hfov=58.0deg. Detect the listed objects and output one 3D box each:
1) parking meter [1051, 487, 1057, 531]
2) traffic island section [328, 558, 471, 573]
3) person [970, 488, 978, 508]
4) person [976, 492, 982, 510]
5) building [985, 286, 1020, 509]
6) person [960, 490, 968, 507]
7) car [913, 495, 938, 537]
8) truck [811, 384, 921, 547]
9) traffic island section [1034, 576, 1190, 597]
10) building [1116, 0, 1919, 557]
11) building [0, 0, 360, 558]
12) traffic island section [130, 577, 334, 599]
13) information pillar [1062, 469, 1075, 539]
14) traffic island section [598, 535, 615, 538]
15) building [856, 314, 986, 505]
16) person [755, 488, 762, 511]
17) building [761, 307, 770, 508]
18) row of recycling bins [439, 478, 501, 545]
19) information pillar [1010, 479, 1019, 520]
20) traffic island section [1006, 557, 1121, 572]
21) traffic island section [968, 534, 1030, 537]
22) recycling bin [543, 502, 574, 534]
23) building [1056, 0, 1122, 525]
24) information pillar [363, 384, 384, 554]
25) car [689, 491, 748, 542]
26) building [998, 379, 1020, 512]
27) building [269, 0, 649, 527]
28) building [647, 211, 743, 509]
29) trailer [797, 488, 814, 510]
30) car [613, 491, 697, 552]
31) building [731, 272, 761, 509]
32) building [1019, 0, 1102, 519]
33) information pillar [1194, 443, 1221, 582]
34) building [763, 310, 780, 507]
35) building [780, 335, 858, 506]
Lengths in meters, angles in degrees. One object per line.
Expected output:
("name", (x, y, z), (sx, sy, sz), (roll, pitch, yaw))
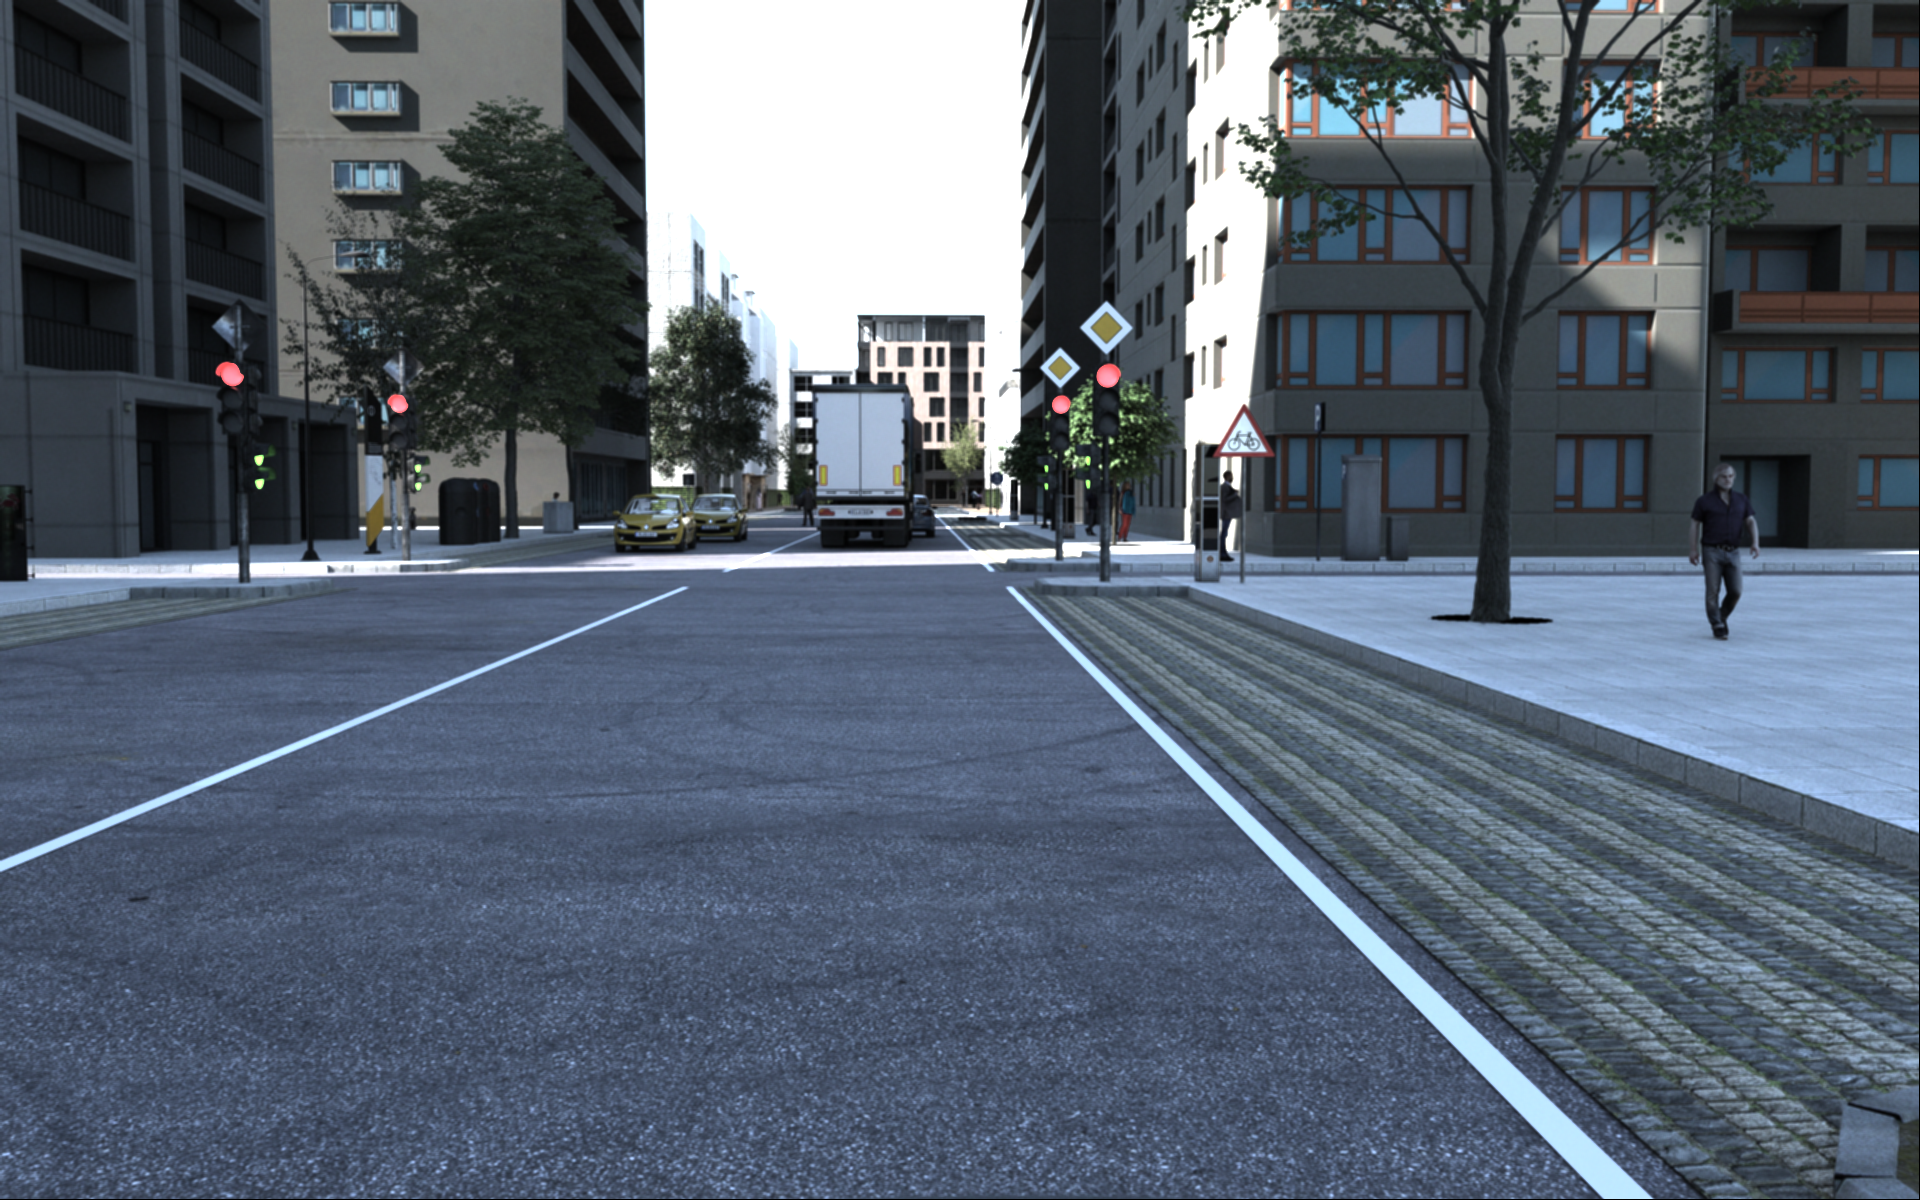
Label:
("parking meter", (3.374, -3.204, 60.791), (0.372, 1.533, 0.369), (0, 3, 0))
("traffic island section", (-10.582, -0.659, 33.052), (2.009, 0.180, 2.903), (0, 4, -2))
("person", (1.327, -9.331, 158.597), (0.705, 1.826, 1.348), (-3, 5, -44))
("person", (1.583, -8.146, 142.470), (0.421, 1.427, 0.697), (2, 4, 35))
("building", (11.313, -17.711, 156.034), (16.747, 18.905, 31.486), (0, 4, -2))
("person", (0.449, -10.174, 173.203), (0.721, 1.723, 1.217), (3, 5, 43))
("car", (-1.747, -2.842, 58.464), (2.014, 1.417, 4.499), (0, 4, -2))
("truck", (-2.599, -3.723, 49.789), (2.839, 4.237, 11.283), (0, 4, -1))
("traffic island section", (2.145, -0.190, 25.393), (2.009, 0.180, 2.903), (0, 4, -2))
("building", (20.430, -12.454, 48.657), (28.899, 21.520, 27.650), (0, 4, -2))
("building", (-27.197, -36.952, 42.423), (20.563, 71.187, 20.611), (0, 4, -2))
("traffic island section", (-10.372, -0.171, 25.069), (2.009, 0.180, 2.903), (0, 4, -2))
("information pillar", (3.117, -2.782, 49.977), (0.304, 2.012, 0.304), (-2, 4, -30))
("traffic island section", (-10.894, -2.131, 57.703), (1.991, 0.108, 1.994), (0, 4, -2))
("building", (4.261, -22.237, 207.550), (32.646, 21.610, 27.936), (0, 4, -2))
("person", (-15.643, -7.837, 134.839), (0.621, 1.740, 0.551), (0, 4, -5))
("building", (-25.569, -18.423, 157.640), (16.016, 20.091, 11.380), (0, 4, -2))
("row of recycling bins", (-12.783, -2.322, 45.085), (1.069, 1.692, 3.534), (0, 4, -1))
("information pillar", (2.648, -4.894, 84.502), (0.304, 2.012, 0.304), (-3, 4, -38))
("traffic island section", (1.935, -0.679, 33.376), (2.009, 0.180, 2.903), (0, 4, -2))
("traffic island section", (1.280, -2.151, 58.032), (1.991, 0.108, 1.994), (0, 4, -2))
("recycling bin", (-13.129, -2.694, 56.605), (0.722, 1.027, 0.722), (3, 4, 36))
("building", (15.266, -38.917, 74.547), (20.563, 71.187, 20.611), (0, 4, -2))
("information pillar", (-12.578, -2.801, 37.147), (0.183, 3.616, 0.504), (1, 4, 21))
("car", (-7.434, -2.603, 52.788), (2.015, 1.641, 3.980), (0, 4, -3))
("building", (8.027, -11.275, 126.497), (9.099, 9.664, 28.070), (0, 4, -2))
("building", (-26.268, -27.706, 76.694), (21.300, 48.544, 21.600), (0, 4, -2))
("building", (-25.600, -15.752, 124.005), (16.747, 18.905, 31.486), (0, 4, -2))
("trailer", (-13.908, -9.107, 155.941), (1.471, 1.999, 3.904), (0, 4, 0))
("car", (-7.687, -2.056, 43.842), (2.015, 1.641, 3.980), (0, 4, -3))
("building", (-25.562, -17.677, 145.432), (16.016, 20.091, 11.380), (0, 4, -2))
("building", (14.631, -28.930, 96.702), (21.300, 48.544, 21.600), (0, 4, -2))
("information pillar", (3.618, -1.273, 25.311), (0.304, 2.012, 0.304), (-1, 4, -10))
("building", (-34.744, -18.759, 173.164), (31.486, 18.905, 16.747), (0, 4, -2))
("building", (-27.647, -20.476, 201.247), (31.486, 18.905, 16.747), (0, 4, -2))
